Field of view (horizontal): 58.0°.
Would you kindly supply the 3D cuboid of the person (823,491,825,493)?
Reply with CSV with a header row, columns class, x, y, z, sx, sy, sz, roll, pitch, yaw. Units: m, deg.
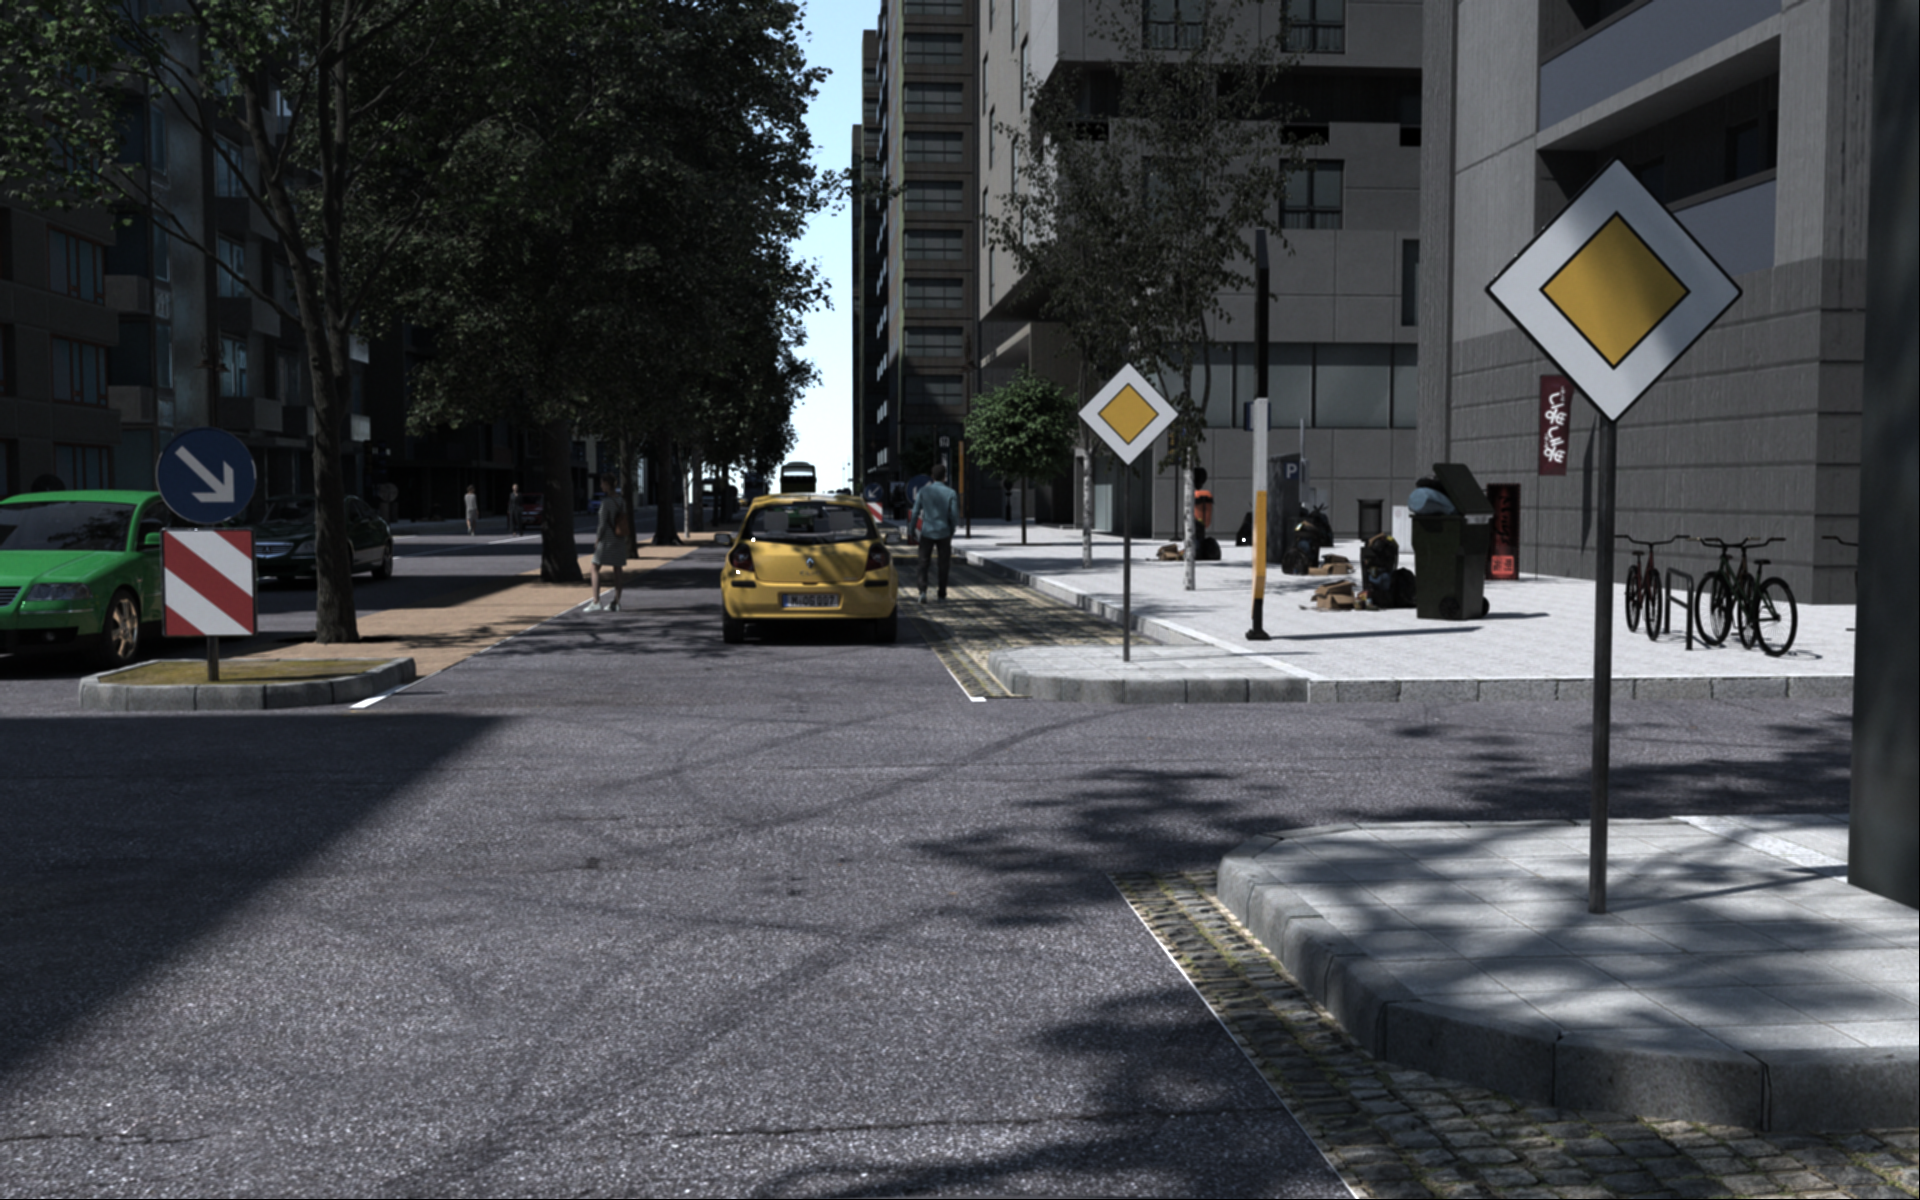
class,x,y,z,sx,sy,sz,roll,pitch,yaw
person,-19.440,-14.600,246.847,1.348,1.869,0.705,-3,5,-42

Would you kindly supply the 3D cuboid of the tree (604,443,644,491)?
class,x,y,z,sx,sy,sz,roll,pitch,yaw
tree,-31.389,-13.010,163.074,4.737,8.622,4.395,0,3,0

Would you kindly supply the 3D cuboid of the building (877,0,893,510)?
class,x,y,z,sx,sy,sz,roll,pitch,yaw
building,4.937,-31.533,135.165,23.786,49.044,30.456,0,4,-5

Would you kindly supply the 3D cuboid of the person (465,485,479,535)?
class,x,y,z,sx,sy,sz,roll,pitch,yaw
person,-16.865,-3.095,59.847,0.466,1.731,0.760,-1,4,-18

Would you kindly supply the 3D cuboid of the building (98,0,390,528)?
class,x,y,z,sx,sy,sz,roll,pitch,yaw
building,-36.605,-27.350,66.773,23.786,49.044,30.456,0,4,-5

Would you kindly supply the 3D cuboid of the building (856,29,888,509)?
class,x,y,z,sx,sy,sz,roll,pitch,yaw
building,-1.885,-28.963,157.134,14.154,41.232,14.086,0,4,-5

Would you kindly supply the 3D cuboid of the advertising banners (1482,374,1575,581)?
class,x,y,z,sx,sy,sz,roll,pitch,yaw
advertising banners,8.015,-1.801,25.633,2.074,3.025,0.090,1,4,16

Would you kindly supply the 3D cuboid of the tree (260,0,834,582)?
class,x,y,z,sx,sy,sz,roll,pitch,yaw
tree,-6.488,-7.255,27.729,9.857,13.997,8.962,0,3,0

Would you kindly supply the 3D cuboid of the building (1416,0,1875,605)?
class,x,y,z,sx,sy,sz,roll,pitch,yaw
building,23.414,-29.473,23.883,28.212,58.520,21.231,0,4,-5

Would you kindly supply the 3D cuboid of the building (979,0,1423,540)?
class,x,y,z,sx,sy,sz,roll,pitch,yaw
building,15.276,-28.876,61.355,28.713,52.752,27.495,0,4,-5

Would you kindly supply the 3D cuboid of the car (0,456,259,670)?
class,x,y,z,sx,sy,sz,roll,pitch,yaw
car,-7.781,-0.407,15.451,1.959,1.807,4.718,0,4,-4

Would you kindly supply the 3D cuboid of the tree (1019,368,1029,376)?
class,x,y,z,sx,sy,sz,roll,pitch,yaw
tree,4.306,-7.814,78.114,4.737,8.622,4.395,0,3,0

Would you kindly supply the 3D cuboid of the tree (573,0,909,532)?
class,x,y,z,sx,sy,sz,roll,pitch,yaw
tree,-8.598,-12.574,63.936,12.611,20.169,13.585,0,3,0

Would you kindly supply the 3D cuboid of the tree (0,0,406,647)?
class,x,y,z,sx,sy,sz,roll,pitch,yaw
tree,-6.120,-5.397,16.449,9.928,11.665,9.643,0,3,0

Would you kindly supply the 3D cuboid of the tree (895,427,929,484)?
class,x,y,z,sx,sy,sz,roll,pitch,yaw
tree,-1.193,-5.741,77.586,4.285,4.588,4.351,0,3,0

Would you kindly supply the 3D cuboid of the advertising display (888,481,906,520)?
class,x,y,z,sx,sy,sz,roll,pitch,yaw
advertising display,-3.109,-4.913,85.548,0.974,1.923,0.123,-3,4,-36

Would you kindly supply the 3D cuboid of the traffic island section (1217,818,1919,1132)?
class,x,y,z,sx,sy,sz,roll,pitch,yaw
traffic island section,1.973,1.037,5.325,2.009,0.180,2.903,0,4,-5

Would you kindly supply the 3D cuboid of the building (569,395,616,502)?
class,x,y,z,sx,sy,sz,roll,pitch,yaw
building,-46.187,-27.781,146.103,32.217,40.220,23.993,0,4,-5

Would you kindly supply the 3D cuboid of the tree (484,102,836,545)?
class,x,y,z,sx,sy,sz,roll,pitch,yaw
tree,-8.298,-7.892,48.491,9.611,12.733,9.660,0,3,0

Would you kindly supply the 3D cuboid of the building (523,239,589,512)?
class,x,y,z,sx,sy,sz,roll,pitch,yaw
building,-37.832,-41.901,123.340,20.563,71.187,20.611,0,4,-5

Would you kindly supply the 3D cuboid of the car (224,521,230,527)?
class,x,y,z,sx,sy,sz,roll,pitch,yaw
car,-13.237,-0.990,27.992,2.131,1.459,4.920,0,4,-6

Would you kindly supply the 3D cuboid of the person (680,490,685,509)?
class,x,y,z,sx,sy,sz,roll,pitch,yaw
person,-26.674,-9.705,167.310,0.705,1.807,1.348,-2,4,-34

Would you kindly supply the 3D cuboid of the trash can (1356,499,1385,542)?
class,x,y,z,sx,sy,sz,roll,pitch,yaw
trash can,10.991,-2.126,46.406,0.748,1.137,0.748,0,3,0

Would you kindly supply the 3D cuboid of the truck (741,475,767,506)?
class,x,y,z,sx,sy,sz,roll,pitch,yaw
truck,-25.344,-13.746,214.500,2.967,4.110,18.799,0,4,-6

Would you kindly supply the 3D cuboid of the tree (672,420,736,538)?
class,x,y,z,sx,sy,sz,roll,pitch,yaw
tree,-8.811,-6.291,55.670,4.360,8.622,3.978,0,3,0

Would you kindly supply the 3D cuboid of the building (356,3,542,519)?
class,x,y,z,sx,sy,sz,roll,pitch,yaw
building,-36.415,-27.199,99.331,22.147,44.769,28.867,0,4,-5

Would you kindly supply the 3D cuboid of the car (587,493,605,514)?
class,x,y,z,sx,sy,sz,roll,pitch,yaw
car,-25.114,-6.851,121.603,1.945,1.707,3.694,0,4,-4

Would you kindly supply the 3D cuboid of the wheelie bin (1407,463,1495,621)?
class,x,y,z,sx,sy,sz,roll,pitch,yaw
wheelie bin,5.020,-0.607,17.825,0.980,1.594,0.693,-3,5,-45

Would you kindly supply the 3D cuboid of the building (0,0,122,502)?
class,x,y,z,sx,sy,sz,roll,pitch,yaw
building,-33.703,-11.170,27.667,27.650,21.520,28.899,0,4,-5

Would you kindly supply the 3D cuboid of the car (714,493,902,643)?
class,x,y,z,sx,sy,sz,roll,pitch,yaw
car,-1.581,-0.482,18.110,2.015,1.641,3.980,0,4,-5

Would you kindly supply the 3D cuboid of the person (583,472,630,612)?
class,x,y,z,sx,sy,sz,roll,pitch,yaw
person,-4.273,-0.714,21.181,0.522,1.701,0.512,1,4,23

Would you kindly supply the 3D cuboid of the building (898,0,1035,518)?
class,x,y,z,sx,sy,sz,roll,pitch,yaw
building,3.474,-25.313,97.456,14.154,41.232,14.086,0,4,-5

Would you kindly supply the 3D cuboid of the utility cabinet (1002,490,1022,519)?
class,x,y,z,sx,sy,sz,roll,pitch,yaw
utility cabinet,2.616,-4.763,86.560,0.318,1.500,1.173,3,5,43

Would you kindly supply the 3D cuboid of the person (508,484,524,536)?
class,x,y,z,sx,sy,sz,roll,pitch,yaw
person,-15.205,-3.080,59.282,0.576,1.772,0.534,0,4,-4

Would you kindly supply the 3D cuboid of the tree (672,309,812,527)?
class,x,y,z,sx,sy,sz,roll,pitch,yaw
tree,-10.621,-8.421,74.550,8.767,10.594,7.601,0,4,-5

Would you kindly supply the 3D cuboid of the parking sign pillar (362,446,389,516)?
class,x,y,z,sx,sy,sz,roll,pitch,yaw
parking sign pillar,-28.840,-5.921,85.287,1.447,3.967,1.447,-3,5,-42

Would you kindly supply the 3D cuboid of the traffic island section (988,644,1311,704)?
class,x,y,z,sx,sy,sz,roll,pitch,yaw
traffic island section,1.295,0.550,13.281,2.009,0.180,2.903,0,4,-5

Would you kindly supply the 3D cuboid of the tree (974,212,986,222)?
class,x,y,z,sx,sy,sz,roll,pitch,yaw
tree,2.429,-4.843,29.540,4.360,8.622,3.978,0,3,0

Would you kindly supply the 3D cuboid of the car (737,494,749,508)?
class,x,y,z,sx,sy,sz,roll,pitch,yaw
car,-23.413,-10.625,183.936,2.015,1.641,3.980,0,4,-6

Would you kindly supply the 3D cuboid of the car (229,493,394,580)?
class,x,y,z,sx,sy,sz,roll,pitch,yaw
car,-10.373,-0.972,27.683,2.131,1.459,4.920,0,4,-6

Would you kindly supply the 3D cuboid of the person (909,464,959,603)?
class,x,y,z,sx,sy,sz,roll,pitch,yaw
person,-0.347,-0.863,22.638,0.660,1.820,0.620,0,4,5

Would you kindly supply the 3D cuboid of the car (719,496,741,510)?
class,x,y,z,sx,sy,sz,roll,pitch,yaw
car,-20.507,-8.844,154.382,2.009,1.686,4.222,0,4,-6

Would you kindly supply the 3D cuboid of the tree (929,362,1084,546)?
class,x,y,z,sx,sy,sz,roll,pitch,yaw
tree,1.689,-3.647,43.341,4.285,4.588,4.351,0,3,0

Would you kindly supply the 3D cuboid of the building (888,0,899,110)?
class,x,y,z,sx,sy,sz,roll,pitch,yaw
building,2.570,-28.262,112.200,14.600,45.320,14.200,0,4,-5

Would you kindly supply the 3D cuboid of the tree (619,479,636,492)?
class,x,y,z,sx,sy,sz,roll,pitch,yaw
tree,-32.572,-10.687,169.334,1.663,3.219,1.824,0,3,0

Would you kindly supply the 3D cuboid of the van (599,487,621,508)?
class,x,y,z,sx,sy,sz,roll,pitch,yaw
van,-21.062,-6.067,106.201,2.013,2.044,4.112,0,4,-5

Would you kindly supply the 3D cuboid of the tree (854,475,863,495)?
class,x,y,z,sx,sy,sz,roll,pitch,yaw
tree,-9.659,-10.884,172.555,1.663,3.219,1.824,0,3,0

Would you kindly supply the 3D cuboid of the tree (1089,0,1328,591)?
class,x,y,z,sx,sy,sz,roll,pitch,yaw
tree,2.817,-4.428,22.760,4.360,8.622,3.978,0,3,0

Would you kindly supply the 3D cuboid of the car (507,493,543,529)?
class,x,y,z,sx,sy,sz,roll,pitch,yaw
car,-17.153,-3.732,70.055,2.155,1.783,4.494,0,4,-5
